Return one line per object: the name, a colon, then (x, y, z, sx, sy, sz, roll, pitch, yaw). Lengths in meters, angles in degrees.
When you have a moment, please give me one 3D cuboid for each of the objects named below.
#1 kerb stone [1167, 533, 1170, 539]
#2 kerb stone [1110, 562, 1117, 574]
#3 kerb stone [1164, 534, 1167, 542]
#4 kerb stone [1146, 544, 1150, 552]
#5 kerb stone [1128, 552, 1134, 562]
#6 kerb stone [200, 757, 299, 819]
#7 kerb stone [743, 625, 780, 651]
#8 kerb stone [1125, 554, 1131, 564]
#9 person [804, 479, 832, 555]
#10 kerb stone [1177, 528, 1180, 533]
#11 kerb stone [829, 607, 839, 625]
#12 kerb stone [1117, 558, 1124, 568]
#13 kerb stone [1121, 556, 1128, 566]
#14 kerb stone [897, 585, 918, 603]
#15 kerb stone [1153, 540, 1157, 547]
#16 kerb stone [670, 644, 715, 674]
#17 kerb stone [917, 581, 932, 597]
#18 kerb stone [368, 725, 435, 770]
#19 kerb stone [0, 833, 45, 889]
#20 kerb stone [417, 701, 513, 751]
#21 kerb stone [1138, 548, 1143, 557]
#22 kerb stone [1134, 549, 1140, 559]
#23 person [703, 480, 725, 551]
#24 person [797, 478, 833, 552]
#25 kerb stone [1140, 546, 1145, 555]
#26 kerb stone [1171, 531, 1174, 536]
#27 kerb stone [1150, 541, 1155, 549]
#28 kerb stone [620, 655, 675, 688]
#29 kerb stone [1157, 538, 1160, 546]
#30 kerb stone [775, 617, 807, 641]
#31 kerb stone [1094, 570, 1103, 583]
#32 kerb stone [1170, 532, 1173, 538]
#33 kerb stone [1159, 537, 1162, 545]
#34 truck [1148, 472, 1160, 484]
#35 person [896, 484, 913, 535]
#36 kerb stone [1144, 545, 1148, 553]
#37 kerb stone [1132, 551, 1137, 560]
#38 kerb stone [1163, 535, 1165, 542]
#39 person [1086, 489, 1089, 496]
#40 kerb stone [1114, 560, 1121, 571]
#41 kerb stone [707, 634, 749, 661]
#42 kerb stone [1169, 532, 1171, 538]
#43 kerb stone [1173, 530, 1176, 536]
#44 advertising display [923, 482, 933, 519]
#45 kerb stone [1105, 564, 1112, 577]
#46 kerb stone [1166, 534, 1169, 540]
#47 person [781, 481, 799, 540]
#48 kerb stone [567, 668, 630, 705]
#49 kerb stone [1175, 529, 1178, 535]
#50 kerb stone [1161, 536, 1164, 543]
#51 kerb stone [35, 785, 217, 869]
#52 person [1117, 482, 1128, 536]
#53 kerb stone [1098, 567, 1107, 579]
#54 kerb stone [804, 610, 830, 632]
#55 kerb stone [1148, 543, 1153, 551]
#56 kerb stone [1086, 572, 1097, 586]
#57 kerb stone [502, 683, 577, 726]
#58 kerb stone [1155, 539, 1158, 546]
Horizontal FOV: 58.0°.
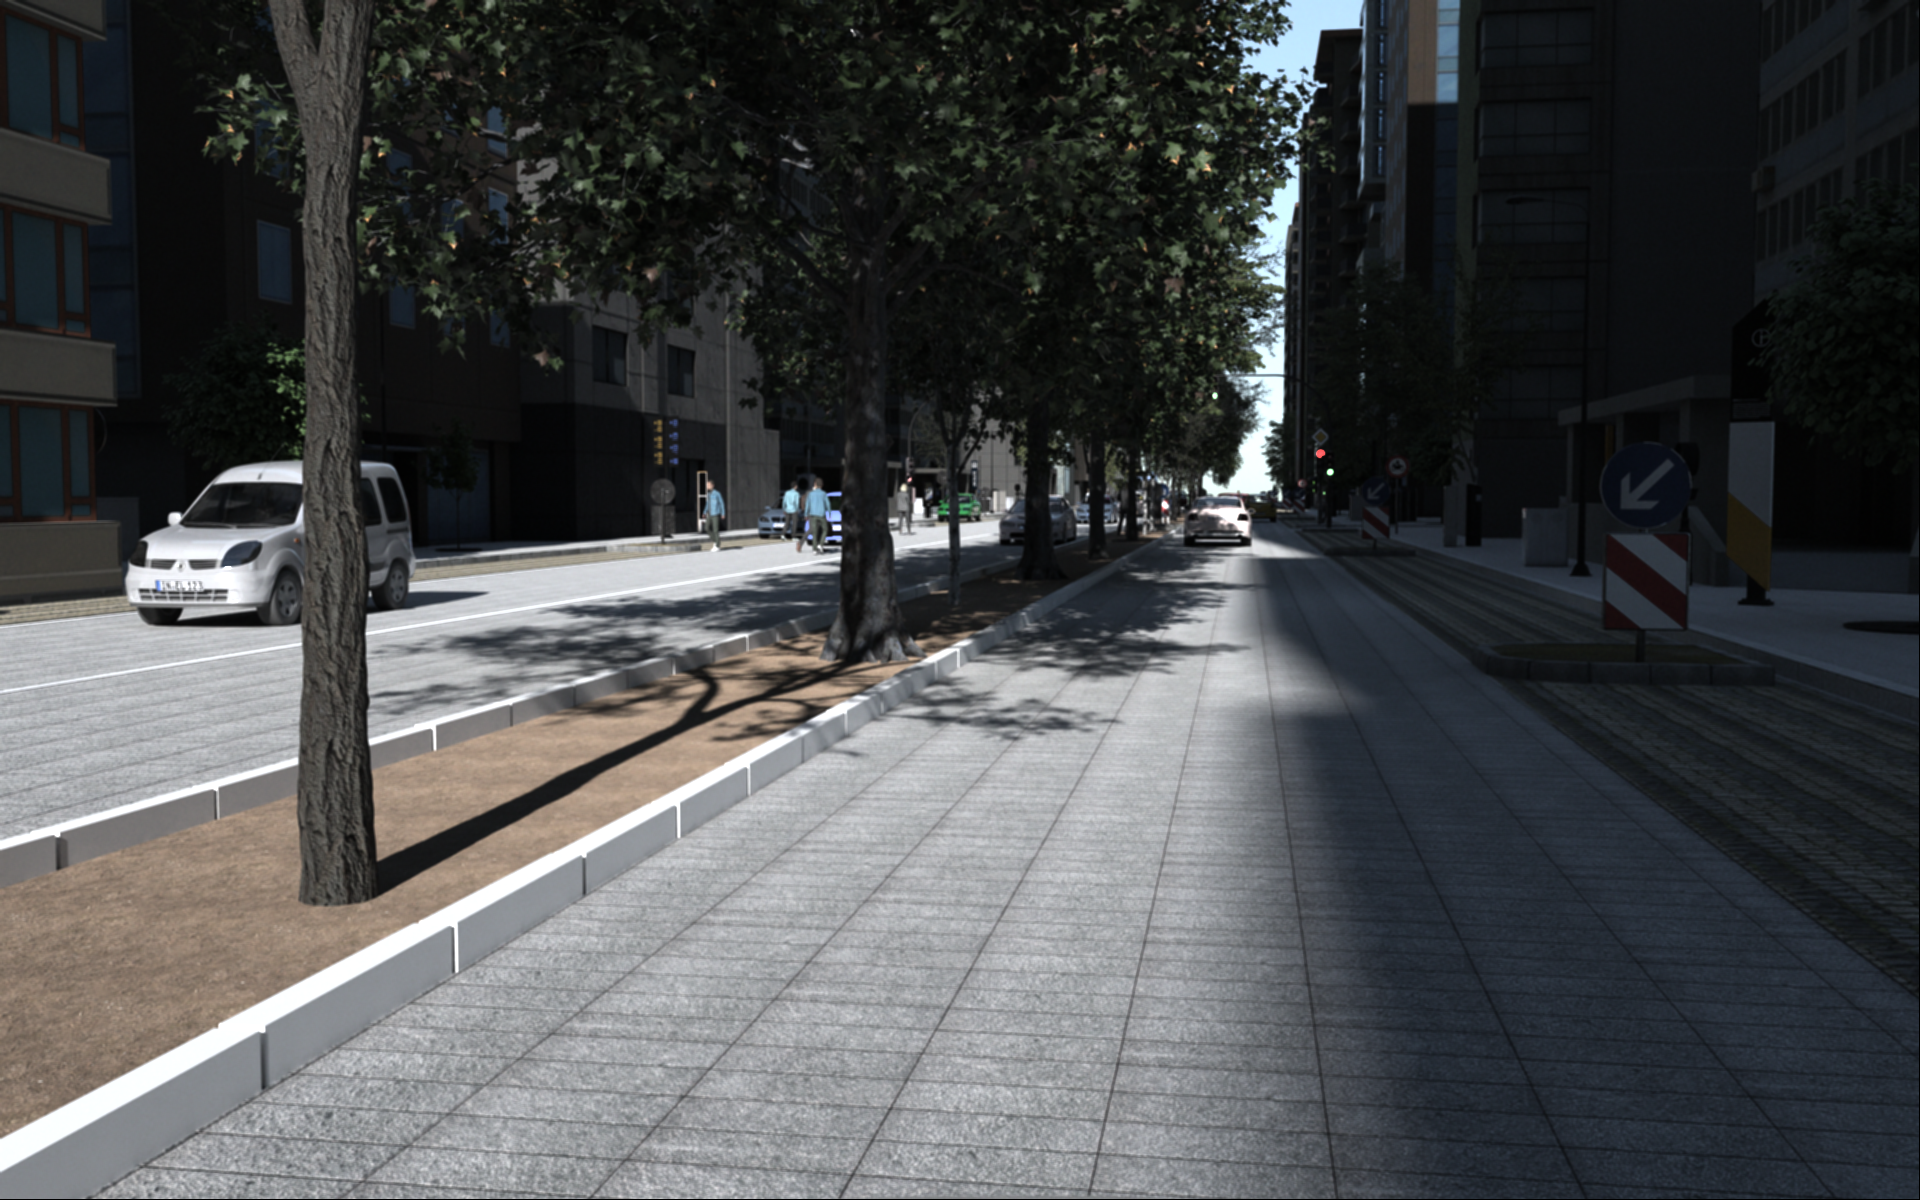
kerb stone: (6.300, -1.901, 53.277, 0.120, 0.150, 1.000, 1, 4, 9)
kerb stone: (2.663, -0.532, 30.989, 0.120, 0.150, 1.000, 1, 4, 9)
kerb stone: (5.973, -1.777, 51.252, 0.120, 0.150, 1.000, 1, 4, 9)
kerb stone: (4.472, -1.219, 42.133, 0.120, 0.150, 1.000, 1, 4, 9)
kerb stone: (3.478, -0.848, 36.054, 0.120, 0.150, 1.000, 1, 4, 9)
kerb stone: (-3.224, 0.864, 8.079, 0.120, 0.150, 1.000, 1, 4, 9)
kerb stone: (-1.899, 0.369, 16.168, 0.120, 0.150, 1.000, 1, 4, 9)
kerb stone: (3.321, -0.784, 35.042, 0.120, 0.150, 1.000, 1, 4, 9)
person: (-3.350, -1.961, 40.902, 0.601, 1.785, 0.444, 1, 4, 13)
kerb stone: (7.625, -2.392, 61.375, 0.120, 0.150, 1.000, 1, 4, 9)
kerb stone: (-1.403, 0.184, 19.194, 0.120, 0.150, 1.000, 1, 4, 9)
kerb stone: (2.991, -0.660, 33.024, 0.120, 0.150, 1.000, 1, 4, 9)
kerb stone: (3.150, -0.724, 34.034, 0.120, 0.150, 1.000, 1, 4, 9)
kerb stone: (-0.744, -0.059, 23.239, 0.120, 0.150, 1.000, 1, 4, 9)
kerb stone: (4.975, -1.405, 45.172, 0.120, 0.150, 1.000, 1, 4, 9)
kerb stone: (-2.227, 0.498, 14.144, 0.120, 0.150, 1.000, 1, 4, 9)
kerb stone: (-0.570, -0.124, 24.252, 0.120, 0.150, 1.000, 1, 4, 9)
kerb stone: (-3.060, 0.811, 9.098, 0.120, 0.150, 1.000, 1, 4, 9)
kerb stone: (-3.552, 0.988, 6.054, 0.120, 0.150, 1.000, 1, 4, 9)
kerb stone: (-2.887, 0.740, 10.104, 0.120, 0.150, 1.000, 1, 4, 9)
kerb stone: (3.980, -1.034, 39.097, 0.120, 0.150, 1.000, 1, 4, 9)
kerb stone: (3.819, -0.964, 38.081, 0.120, 0.150, 1.000, 1, 4, 9)
person: (-6.181, -2.125, 43.591, 0.444, 1.785, 0.601, -3, 5, -41)
person: (-3.575, -2.082, 42.499, 0.822, 1.834, 0.622, 2, 4, 27)
kerb stone: (4.146, -1.095, 40.106, 0.120, 0.150, 1.000, 1, 4, 9)
kerb stone: (6.801, -2.087, 56.326, 0.120, 0.150, 1.000, 1, 4, 9)
kerb stone: (4.813, -1.343, 44.149, 0.120, 0.150, 1.000, 1, 4, 9)
kerb stone: (-2.401, 0.554, 13.133, 0.120, 0.150, 1.000, 1, 4, 9)
kerb stone: (5.306, -1.528, 47.204, 0.120, 0.150, 1.000, 1, 4, 9)
kerb stone: (-1.731, 0.307, 17.176, 0.120, 0.150, 1.000, 1, 4, 9)
kerb stone: (2.161, -0.352, 27.958, 0.120, 0.150, 1.000, 1, 4, 9)
kerb stone: (6.633, -2.025, 55.310, 0.120, 0.150, 1.000, 1, 4, 9)
kerb stone: (5.470, -1.590, 48.213, 0.120, 0.150, 1.000, 1, 4, 9)
truck: (23.088, -13.460, 209.829, 2.967, 4.110, 18.799, 1, 4, 9)
person: (-1.971, -3.172, 60.542, 0.537, 1.800, 0.526, 2, 4, 32)
kerb stone: (4.314, -1.157, 41.118, 0.120, 0.150, 1.000, 1, 4, 9)
kerb stone: (3.645, -0.910, 37.073, 0.120, 0.150, 1.000, 1, 4, 9)
kerb stone: (5.802, -1.715, 50.232, 0.120, 0.150, 1.000, 1, 4, 9)
person: (8.453, -6.395, 113.291, 0.478, 1.798, 0.641, 1, 4, 23)
kerb stone: (2.825, -0.600, 31.998, 0.120, 0.150, 1.000, 1, 4, 9)
kerb stone: (-2.068, 0.431, 15.155, 0.120, 0.150, 1.000, 1, 4, 9)
kerb stone: (6.458, -1.961, 54.295, 0.120, 0.150, 1.000, 1, 4, 9)
kerb stone: (6.971, -2.149, 57.334, 0.120, 0.150, 1.000, 1, 4, 9)
advertising display: (-1.690, -5.259, 91.205, 0.123, 1.923, 0.974, 2, 4, 27)
kerb stone: (2.493, -0.475, 29.980, 0.120, 0.150, 1.000, 1, 4, 9)
kerb stone: (6.140, -1.835, 52.260, 0.120, 0.150, 1.000, 1, 4, 9)
person: (-5.216, -2.730, 53.161, 0.660, 1.820, 0.620, 2, 4, 28)
kerb stone: (-2.562, 0.617, 12.123, 0.120, 0.150, 1.000, 1, 4, 9)
kerb stone: (7.295, -2.266, 59.356, 0.120, 0.150, 1.000, 1, 4, 9)
kerb stone: (5.645, -1.653, 49.221, 0.120, 0.150, 1.000, 1, 4, 9)
kerb stone: (-3.391, 0.926, 7.070, 0.120, 0.150, 1.000, 1, 4, 9)
person: (5.661, -3.113, 59.207, 0.655, 1.846, 0.447, 2, 4, 30)
kerb stone: (2.322, -0.414, 28.969, 0.120, 0.150, 1.000, 1, 4, 9)
kerb stone: (-1.566, 0.245, 18.185, 0.120, 0.150, 1.000, 1, 4, 9)
kerb stone: (4.646, -1.278, 43.141, 0.120, 0.150, 1.000, 1, 4, 9)
kerb stone: (1.994, -0.291, 26.948, 0.120, 0.150, 1.000, 1, 4, 9)
kerb stone: (-2.724, 0.678, 11.114, 0.120, 0.150, 1.000, 1, 4, 9)
kerb stone: (5.139, -1.460, 46.189, 0.120, 0.150, 1.000, 1, 4, 9)
